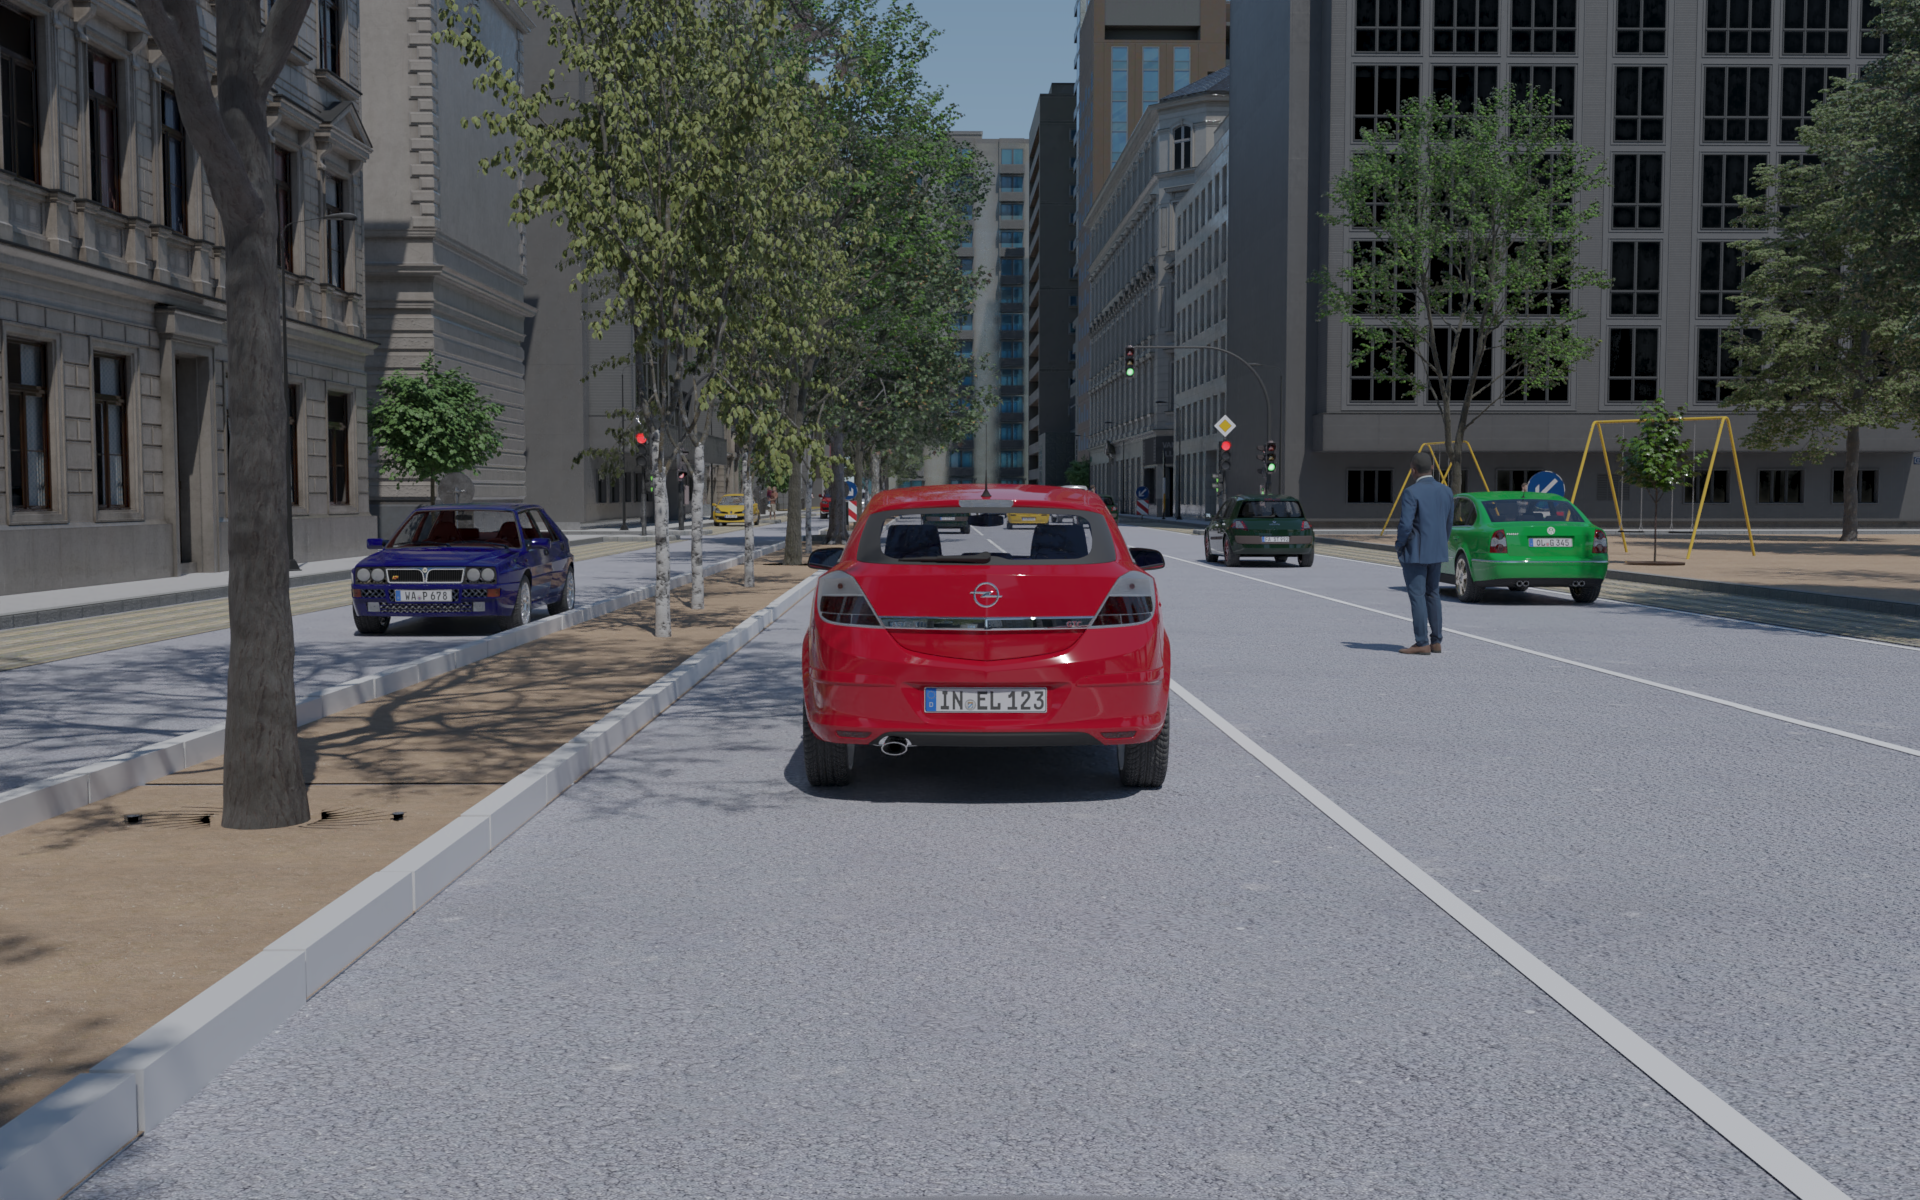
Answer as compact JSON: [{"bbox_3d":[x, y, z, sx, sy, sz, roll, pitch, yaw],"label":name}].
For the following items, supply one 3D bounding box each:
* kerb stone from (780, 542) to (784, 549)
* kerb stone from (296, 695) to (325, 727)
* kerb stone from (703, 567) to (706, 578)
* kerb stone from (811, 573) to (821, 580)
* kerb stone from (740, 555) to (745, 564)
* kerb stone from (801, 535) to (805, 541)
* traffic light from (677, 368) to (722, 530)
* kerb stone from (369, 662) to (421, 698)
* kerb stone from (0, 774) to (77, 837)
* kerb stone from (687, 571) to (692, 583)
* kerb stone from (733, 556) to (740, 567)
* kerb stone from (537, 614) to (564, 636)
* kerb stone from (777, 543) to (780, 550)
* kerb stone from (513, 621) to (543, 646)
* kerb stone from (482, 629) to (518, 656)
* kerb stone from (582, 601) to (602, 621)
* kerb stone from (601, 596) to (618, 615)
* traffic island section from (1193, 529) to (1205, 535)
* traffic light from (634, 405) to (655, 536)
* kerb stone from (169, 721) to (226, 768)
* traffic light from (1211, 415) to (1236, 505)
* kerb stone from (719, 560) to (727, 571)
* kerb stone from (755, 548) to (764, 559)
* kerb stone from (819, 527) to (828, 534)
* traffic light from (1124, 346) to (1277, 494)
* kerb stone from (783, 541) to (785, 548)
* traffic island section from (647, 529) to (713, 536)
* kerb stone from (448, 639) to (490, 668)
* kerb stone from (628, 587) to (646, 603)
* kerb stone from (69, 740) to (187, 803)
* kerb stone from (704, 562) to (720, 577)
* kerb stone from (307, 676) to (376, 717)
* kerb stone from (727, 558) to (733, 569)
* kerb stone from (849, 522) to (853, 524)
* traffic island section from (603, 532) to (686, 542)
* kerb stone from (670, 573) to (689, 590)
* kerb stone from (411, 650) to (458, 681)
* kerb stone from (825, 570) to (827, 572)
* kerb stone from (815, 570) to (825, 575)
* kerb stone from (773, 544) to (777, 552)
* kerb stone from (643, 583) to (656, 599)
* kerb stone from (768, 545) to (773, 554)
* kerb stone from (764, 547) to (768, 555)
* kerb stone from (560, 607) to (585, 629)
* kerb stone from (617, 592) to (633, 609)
[{"bbox_3d":[-4.677,-1.352,44.301,0.120,0.150,1.000,0,4,-1],"label":"kerb stone"},{"bbox_3d":[-4.103,0.722,10.503,0.120,0.150,1.000,0,4,-1],"label":"kerb stone"},{"bbox_3d":[-4.414,-0.410,28.944,0.120,0.150,1.000,0,4,-1],"label":"kerb stone"},{"bbox_3d":[-2.288,-0.284,26.904,0.120,0.150,1.000,0,4,-1],"label":"kerb stone"},{"bbox_3d":[-4.524,-0.782,35.089,0.120,0.150,1.000,0,4,-1],"label":"kerb stone"},{"bbox_3d":[-4.836,-1.915,53.526,0.120,0.150,1.000,0,4,-1],"label":"kerb stone"},{"bbox_3d":[-7.720,-5.285,61.074,4.771,5.953,1.251,0,4,-1],"label":"traffic light"},{"bbox_3d":[-4.135,0.593,12.549,0.120,0.150,1.000,0,4,-1],"label":"kerb stone"},{"bbox_3d":[-4.049,0.903,7.435,0.120,0.150,1.000,0,4,-1],"label":"kerb stone"},{"bbox_3d":[-4.398,-0.350,27.922,0.120,0.150,1.000,0,4,-1],"label":"kerb stone"},{"bbox_3d":[-4.498,-0.726,34.067,0.120,0.150,1.000,0,4,-1],"label":"kerb stone"},{"bbox_3d":[-4.229,0.277,17.667,0.120,0.150,1.000,0,4,-1],"label":"kerb stone"},{"bbox_3d":[-4.656,-1.290,43.280,0.120,0.150,1.000,0,4,-1],"label":"kerb stone"},{"bbox_3d":[-4.208,0.339,16.645,0.120,0.150,1.000,0,4,-1],"label":"kerb stone"},{"bbox_3d":[-4.190,0.402,15.624,0.120,0.150,1.000,0,4,-1],"label":"kerb stone"},{"bbox_3d":[-4.255,0.152,19.717,0.120,0.150,1.000,0,4,-1],"label":"kerb stone"},{"bbox_3d":[-4.272,0.092,20.739,0.120,0.150,1.000,0,4,-1],"label":"kerb stone"},{"bbox_3d":[9.388,-2.396,61.459,2.009,0.180,2.903,0,4,-1],"label":"traffic island section"},{"bbox_3d":[-9.675,-3.920,53.020,0.839,4.253,0.868,0,4,-1],"label":"traffic light"},{"bbox_3d":[-4.086,0.780,9.481,0.120,0.150,1.000,0,4,-1],"label":"kerb stone"},{"bbox_3d":[9.348,-4.430,61.345,0.839,4.253,0.868,0,4,-1],"label":"traffic light"},{"bbox_3d":[-4.469,-0.600,32.023,0.120,0.150,1.000,0,4,-1],"label":"kerb stone"},{"bbox_3d":[-4.591,-1.039,39.190,0.120,0.150,1.000,0,4,-1],"label":"kerb stone"},{"bbox_3d":[-5.007,-2.513,63.282,0.120,0.150,1.000,0,4,-1],"label":"kerb stone"},{"bbox_3d":[7.394,-4.802,53.184,4.771,5.953,1.251,0,4,-1],"label":"traffic light"},{"bbox_3d":[-4.698,-1.415,45.323,0.120,0.150,1.000,0,4,-1],"label":"kerb stone"},{"bbox_3d":[-9.851,-2.377,61.138,2.009,0.180,2.903,0,4,-1],"label":"traffic island section"},{"bbox_3d":[-4.172,0.465,14.599,0.120,0.150,1.000,0,4,-1],"label":"kerb stone"},{"bbox_3d":[-4.310,-0.036,22.794,0.120,0.150,1.000,0,4,-1],"label":"kerb stone"},{"bbox_3d":[-4.067,0.840,8.459,0.120,0.150,1.000,0,4,-1],"label":"kerb stone"},{"bbox_3d":[-4.454,-0.538,30.990,0.120,0.150,1.000,0,4,-1],"label":"kerb stone"},{"bbox_3d":[-4.125,0.653,11.527,0.120,0.150,1.000,0,4,-1],"label":"kerb stone"},{"bbox_3d":[-4.489,-0.660,33.045,0.120,0.150,1.000,0,4,-1],"label":"kerb stone"},{"bbox_3d":[-5.404,-3.959,86.918,0.120,0.150,1.000,0,4,-1],"label":"kerb stone"},{"bbox_3d":[-9.715,-1.888,53.154,2.009,0.180,2.903,0,4,-1],"label":"traffic island section"},{"bbox_3d":[-4.384,-0.285,26.900,0.120,0.150,1.000,0,4,-1],"label":"kerb stone"},{"bbox_3d":[-4.155,0.528,13.573,0.120,0.150,1.000,0,4,-1],"label":"kerb stone"},{"bbox_3d":[-2.318,-0.413,28.947,0.120,0.150,1.000,0,4,-1],"label":"kerb stone"},{"bbox_3d":[-2.302,-0.350,27.926,0.120,0.150,1.000,0,4,-1],"label":"kerb stone"},{"bbox_3d":[-4.643,-1.224,42.257,0.120,0.150,1.000,0,4,-1],"label":"kerb stone"},{"bbox_3d":[-4.332,-0.099,23.818,0.120,0.150,1.000,0,4,-1],"label":"kerb stone"},{"bbox_3d":[-4.626,-1.164,41.234,0.120,0.150,1.000,0,4,-1],"label":"kerb stone"},{"bbox_3d":[-4.615,-1.098,40.212,0.120,0.150,1.000,0,4,-1],"label":"kerb stone"},{"bbox_3d":[-4.239,0.215,18.695,0.120,0.150,1.000,0,4,-1],"label":"kerb stone"},{"bbox_3d":[-4.294,0.032,21.765,0.120,0.150,1.000,0,4,-1],"label":"kerb stone"}]
